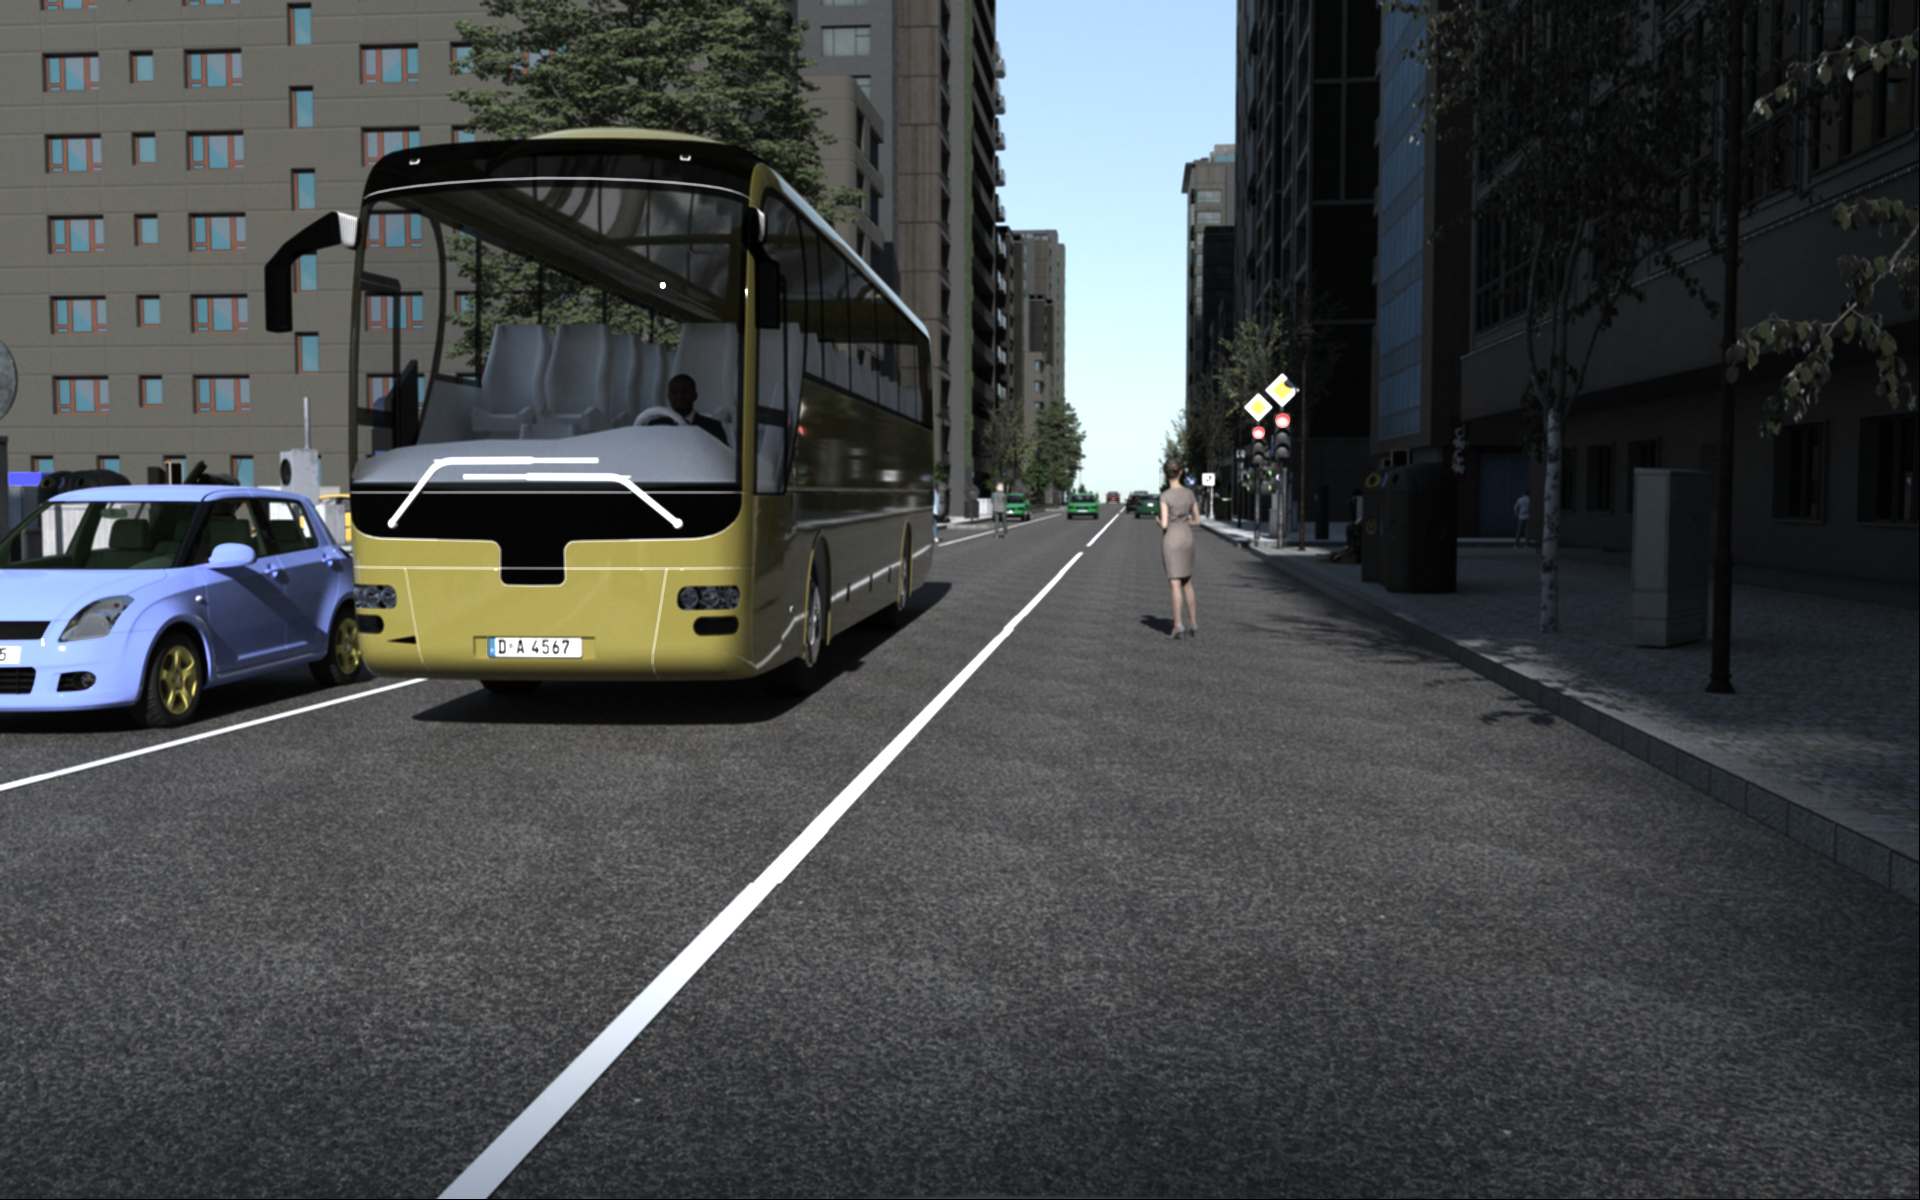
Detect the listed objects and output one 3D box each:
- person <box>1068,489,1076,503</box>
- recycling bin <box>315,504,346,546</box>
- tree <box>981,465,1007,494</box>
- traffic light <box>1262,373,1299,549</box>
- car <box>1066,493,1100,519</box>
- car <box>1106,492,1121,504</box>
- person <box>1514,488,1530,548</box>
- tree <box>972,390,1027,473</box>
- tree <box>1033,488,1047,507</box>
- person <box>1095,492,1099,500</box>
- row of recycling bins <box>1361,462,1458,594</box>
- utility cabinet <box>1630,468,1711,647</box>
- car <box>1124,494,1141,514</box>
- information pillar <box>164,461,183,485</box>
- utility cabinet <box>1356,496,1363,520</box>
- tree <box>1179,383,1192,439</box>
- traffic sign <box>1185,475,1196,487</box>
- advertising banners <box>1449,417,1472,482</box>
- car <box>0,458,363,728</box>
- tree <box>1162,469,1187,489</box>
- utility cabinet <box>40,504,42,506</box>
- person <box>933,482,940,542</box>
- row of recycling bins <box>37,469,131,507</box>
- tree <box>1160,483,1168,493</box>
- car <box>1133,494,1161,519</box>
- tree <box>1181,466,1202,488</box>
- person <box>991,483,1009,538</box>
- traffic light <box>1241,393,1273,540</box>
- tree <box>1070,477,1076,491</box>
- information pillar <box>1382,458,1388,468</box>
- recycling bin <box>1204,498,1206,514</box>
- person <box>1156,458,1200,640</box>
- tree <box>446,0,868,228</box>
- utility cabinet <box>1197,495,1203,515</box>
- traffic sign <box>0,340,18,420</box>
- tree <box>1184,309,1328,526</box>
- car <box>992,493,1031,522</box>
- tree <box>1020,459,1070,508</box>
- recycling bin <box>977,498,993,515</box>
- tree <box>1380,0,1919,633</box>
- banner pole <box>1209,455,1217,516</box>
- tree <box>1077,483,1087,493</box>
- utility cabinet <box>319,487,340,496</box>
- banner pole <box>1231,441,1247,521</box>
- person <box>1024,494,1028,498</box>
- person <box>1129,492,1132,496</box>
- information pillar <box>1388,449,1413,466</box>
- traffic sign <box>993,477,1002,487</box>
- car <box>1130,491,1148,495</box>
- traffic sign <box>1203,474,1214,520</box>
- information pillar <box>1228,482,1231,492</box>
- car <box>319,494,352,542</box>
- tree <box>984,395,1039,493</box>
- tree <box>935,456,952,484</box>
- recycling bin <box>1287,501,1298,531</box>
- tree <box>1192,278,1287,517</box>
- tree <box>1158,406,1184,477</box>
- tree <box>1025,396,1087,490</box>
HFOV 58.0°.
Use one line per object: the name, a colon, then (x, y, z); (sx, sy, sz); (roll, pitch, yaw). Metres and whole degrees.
person: (7.436, -6.387, 113.276); (0.623, 1.781, 0.721); (-1, 4, -23)
recycling bin: (-15.659, -1.843, 42.686); (0.722, 1.027, 0.722); (2, 4, 26)
tree: (2.480, -7.389, 115.416); (1.663, 3.219, 1.824); (0, 3, 0)
traffic light: (7.465, -3.145, 40.347); (0.839, 4.253, 0.868); (0, 4, 6)
car: (7.052, -5.534, 99.275); (1.959, 1.807, 4.718); (0, 4, 5)
car: (23.385, -15.649, 264.528); (2.281, 1.827, 5.304); (0, 4, 5)
person: (14.722, -2.127, 45.084); (0.589, 1.601, 0.330); (3, 4, 38)
tree: (2.585, -10.468, 121.514); (4.360, 8.622, 3.978); (0, 3, 0)
tree: (8.439, -11.269, 178.850); (1.663, 3.219, 1.824); (0, 3, 0)
person: (21.289, -15.888, 268.794); (0.617, 1.759, 0.750); (-1, 4, -12)
row of recycling bins: (6.219, -1.029, 23.932); (1.069, 1.692, 3.534); (0, 4, 7)
utility cabinet: (6.090, -0.374, 14.791); (0.318, 1.500, 1.173); (3, 4, 39)
car: (13.137, -7.228, 127.963); (2.009, 1.686, 4.222); (0, 4, 6)
information pillar: (-17.778, -2.124, 39.215); (0.304, 2.012, 0.304); (-3, 5, -45)
utility cabinet: (12.337, -2.502, 52.076); (0.306, 1.237, 1.020); (-1, 4, -22)
tree: (14.633, -9.082, 98.845); (4.360, 8.622, 3.978); (0, 3, 0)
traffic sign: (15.413, -7.081, 115.879); (0.768, 2.556, 0.104); (0, 4, 7)
advertising banners: (10.448, -2.610, 38.861); (2.074, 3.025, 0.090); (0, 4, 0)
car: (-5.518, -0.134, 11.775); (1.945, 1.707, 3.694); (0, 4, 5)
tree: (23.679, -12.591, 189.581); (4.285, 4.588, 4.351); (0, 3, 0)
utility cabinet: (-7.301, -0.213, 14.640); (1.020, 1.237, 0.306); (2, 4, 27)
person: (-0.775, -2.606, 51.369); (0.793, 1.790, 0.793); (-1, 4, -12)
row of recycling bins: (-15.199, -1.409, 30.152); (1.069, 1.692, 3.534); (-3, 5, -39)
tree: (25.519, -13.145, 209.516); (1.663, 3.219, 1.824); (0, 3, 0)
car: (11.323, -5.567, 102.810); (2.131, 1.459, 4.920); (0, 4, 7)
tree: (16.093, -7.680, 120.168); (1.663, 3.219, 1.824); (0, 3, 0)
person: (1.283, -2.904, 56.162); (0.537, 1.800, 0.526); (2, 4, 26)
traffic light: (8.279, -3.631, 48.291); (0.839, 4.253, 0.868); (0, 4, 6)
tree: (13.162, -14.526, 221.214); (4.285, 4.588, 4.351); (0, 3, 0)
information pillar: (8.823, -1.895, 35.480); (0.304, 2.012, 0.304); (2, 4, 26)
recycling bin: (15.592, -6.110, 112.452); (0.722, 1.027, 0.722); (-1, 4, -11)
person: (2.136, -0.505, 17.090); (0.599, 1.781, 0.374); (-2, 4, -35)
tree: (-5.396, -6.916, 31.198); (7.486, 12.596, 7.792); (0, 3, 0)
utility cabinet: (14.780, -5.840, 106.651); (0.306, 1.237, 1.020); (1, 4, 14)
traffic sign: (-7.651, -0.816, 13.451); (0.768, 2.556, 0.104); (1, 4, 13)
tree: (12.279, -7.287, 69.504); (4.737, 8.622, 4.395); (0, 3, 0)
car: (2.734, -5.054, 91.430); (1.959, 1.807, 4.718); (0, 4, 7)
tree: (7.228, -10.887, 161.709); (4.285, 4.588, 4.351); (0, 3, 0)
recycling bin: (1.492, -5.631, 104.629); (0.722, 1.027, 0.722); (3, 4, 36)
tree: (5.712, -4.007, 15.869); (4.360, 8.622, 3.978); (0, 3, 0)
banner pole: (14.866, -6.824, 101.590); (0.401, 3.779, 0.863); (2, 4, 34)
tree: (19.891, -17.500, 280.730); (1.663, 3.219, 1.824); (0, 3, 0)
utility cabinet: (-18.871, -2.586, 50.967); (1.173, 1.500, 0.318); (-3, 5, -41)
banner pole: (13.082, -5.610, 81.735); (0.863, 3.779, 0.401); (0, 4, 2)
person: (7.399, -11.991, 204.186); (1.348, 1.869, 0.705); (-1, 4, -19)
person: (24.838, -14.818, 251.438); (0.551, 1.740, 0.621); (-1, 4, -22)
information pillar: (7.156, -1.444, 28.105); (0.304, 2.012, 0.304); (2, 4, 25)
traffic sign: (2.289, -6.343, 105.838); (0.606, 2.300, 0.079); (0, 4, 8)
car: (19.996, -11.198, 191.752); (2.281, 1.827, 5.304); (0, 4, 5)
traffic sign: (12.304, -5.118, 85.810); (0.606, 2.300, 0.079); (1, 4, 12)
information pillar: (16.343, -6.135, 104.799); (0.304, 2.012, 0.304); (0, 4, 8)
car: (-16.782, -2.199, 46.184); (3.980, 1.641, 2.015); (0, 4, 4)
tree: (3.785, -10.952, 129.432); (4.737, 8.622, 4.395); (0, 3, 0)
tree: (-1.374, -5.653, 87.023); (1.663, 3.219, 1.824); (0, 3, 0)
recycling bin: (11.312, -2.902, 60.000); (0.722, 1.027, 0.722); (0, 4, 4)
tree: (10.715, -6.526, 57.058); (4.360, 8.622, 3.978); (0, 3, 0)
tree: (17.783, -10.976, 129.828); (4.737, 8.622, 4.395); (0, 3, 0)
tree: (11.411, -17.269, 200.477); (7.486, 12.596, 7.792); (0, 3, 0)
